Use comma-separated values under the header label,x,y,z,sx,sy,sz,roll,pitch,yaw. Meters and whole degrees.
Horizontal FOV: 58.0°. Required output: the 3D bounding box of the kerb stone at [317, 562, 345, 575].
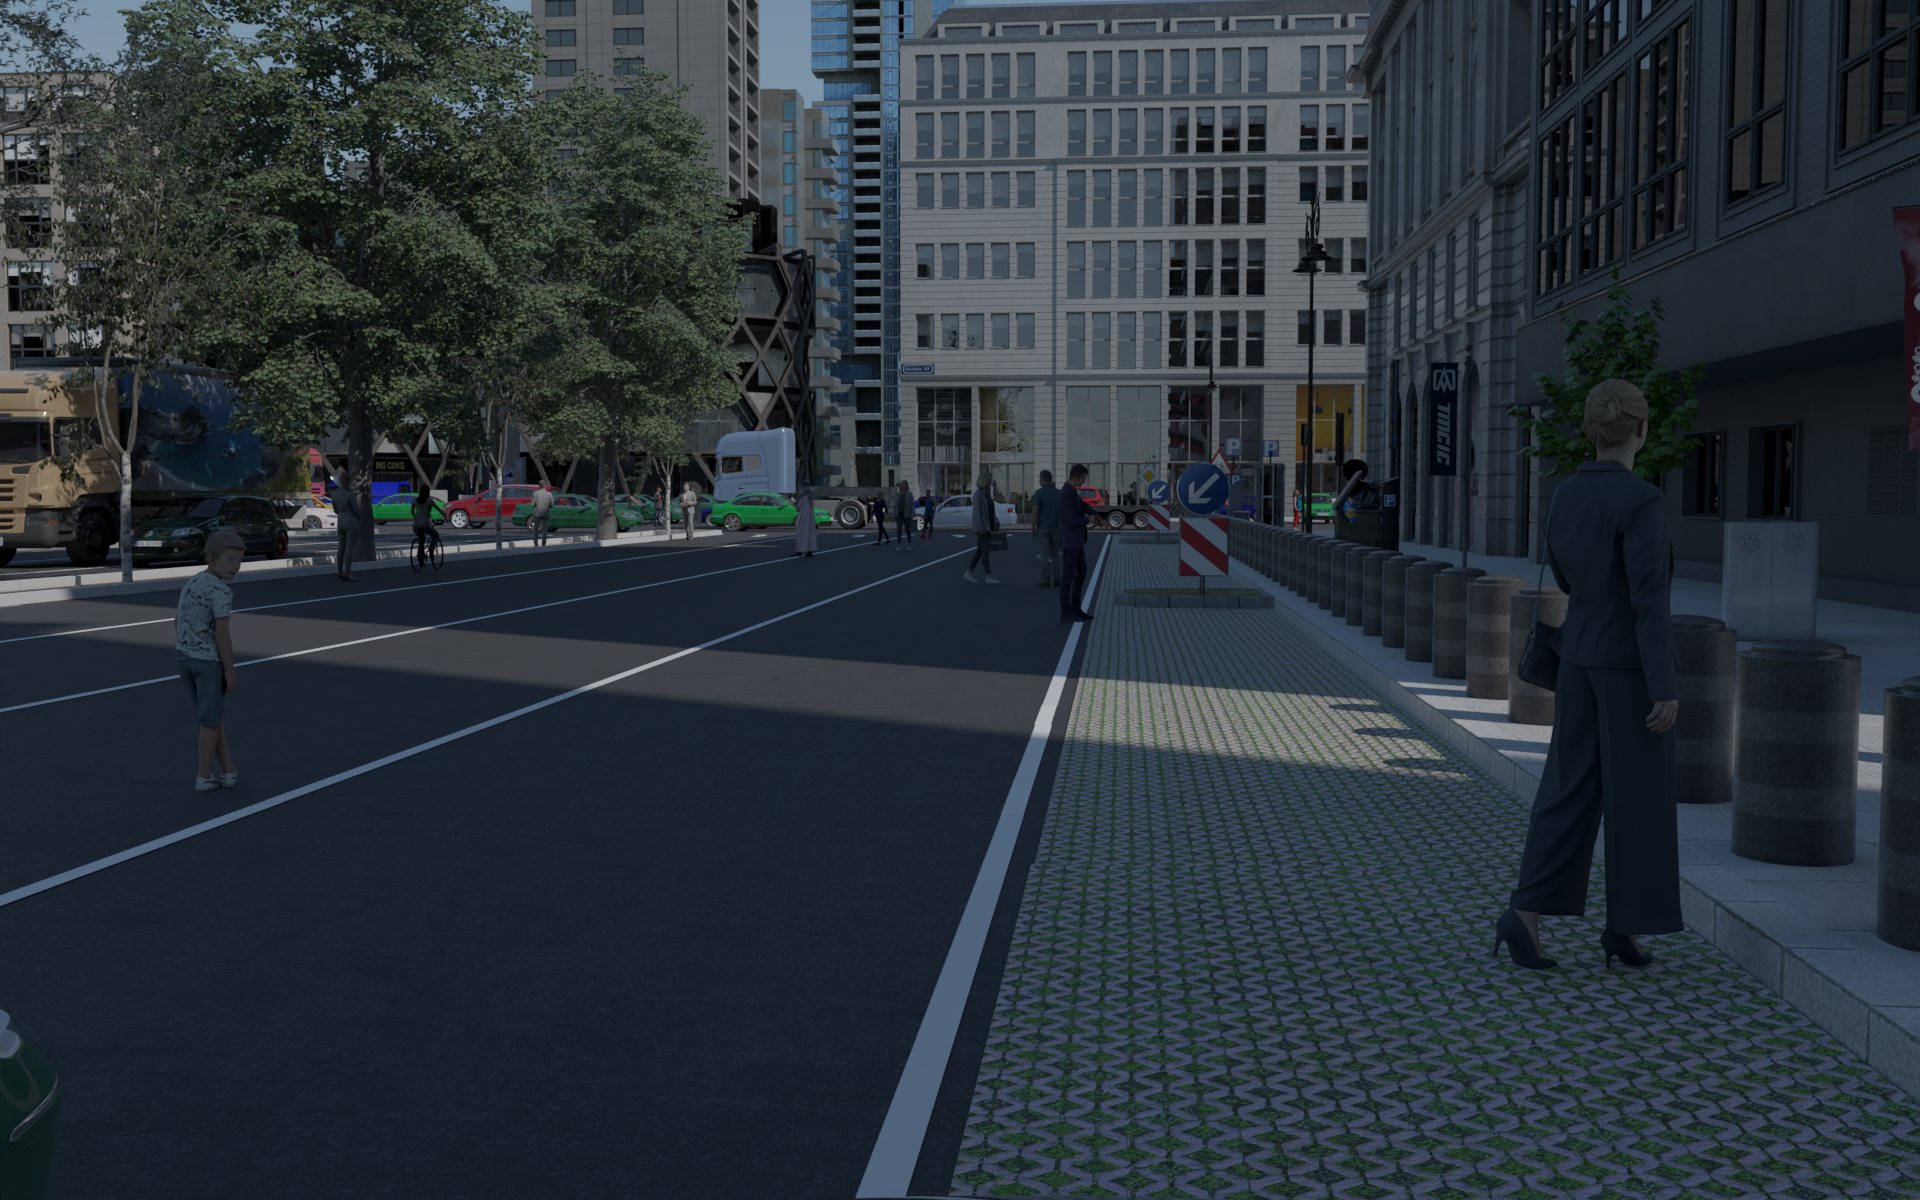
label,x,y,z,sx,sy,sz,roll,pitch,yaw
kerb stone,-11.378,-0.542,31.101,0.120,0.150,1.000,0,4,5

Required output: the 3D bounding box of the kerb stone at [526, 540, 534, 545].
label,x,y,z,sx,sy,sz,roll,pitch,yaw
kerb stone,-11.913,-1.562,47.727,0.120,0.150,1.000,0,4,5

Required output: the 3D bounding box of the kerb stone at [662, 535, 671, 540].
label,x,y,z,sx,sy,sz,roll,pitch,yaw
kerb stone,-9.237,-1.923,53.684,0.120,0.150,1.000,0,4,5

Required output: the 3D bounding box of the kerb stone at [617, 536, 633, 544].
label,x,y,z,sx,sy,sz,roll,pitch,yaw
kerb stone,-9.632,-1.675,49.577,0.120,0.150,1.000,0,4,5

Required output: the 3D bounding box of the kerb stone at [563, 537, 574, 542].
label,x,y,z,sx,sy,sz,roll,pitch,yaw
kerb stone,-11.626,-1.747,50.802,0.120,0.150,1.000,0,4,5

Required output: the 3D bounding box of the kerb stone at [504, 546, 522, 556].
label,x,y,z,sx,sy,sz,roll,pitch,yaw
kerb stone,-10.503,-1.106,40.338,0.120,0.150,1.000,0,4,5

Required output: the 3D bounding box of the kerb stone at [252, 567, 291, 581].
label,x,y,z,sx,sy,sz,roll,pitch,yaw
kerb stone,-11.567,-0.419,29.053,0.120,0.150,1.000,0,4,5

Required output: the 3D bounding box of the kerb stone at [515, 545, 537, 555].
label,x,y,z,sx,sy,sz,roll,pitch,yaw
kerb stone,-10.400,-1.171,41.363,0.120,0.150,1.000,0,4,5

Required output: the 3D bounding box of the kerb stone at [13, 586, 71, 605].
label,x,y,z,sx,sy,sz,roll,pitch,yaw
kerb stone,-12.150,-0.043,22.906,0.120,0.150,1.000,0,4,5

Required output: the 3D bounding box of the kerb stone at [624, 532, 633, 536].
label,x,y,z,sx,sy,sz,roll,pitch,yaw
kerb stone,-11.036,-2.123,56.963,0.120,0.150,1.000,0,4,5

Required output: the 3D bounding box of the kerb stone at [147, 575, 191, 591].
label,x,y,z,sx,sy,sz,roll,pitch,yaw
kerb stone,-11.848,-0.231,25.972,0.120,0.150,1.000,0,4,5

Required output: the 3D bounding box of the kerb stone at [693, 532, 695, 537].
label,x,y,z,sx,sy,sz,roll,pitch,yaw
kerb stone,-8.952,-2.112,56.766,0.120,0.150,1.000,0,4,5

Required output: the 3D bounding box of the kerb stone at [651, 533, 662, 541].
label,x,y,z,sx,sy,sz,roll,pitch,yaw
kerb stone,-9.341,-1.863,52.662,0.120,0.150,1.000,0,4,5

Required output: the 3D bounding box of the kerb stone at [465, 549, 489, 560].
label,x,y,z,sx,sy,sz,roll,pitch,yaw
kerb stone,-10.700,-0.984,38.282,0.120,0.150,1.000,0,4,5

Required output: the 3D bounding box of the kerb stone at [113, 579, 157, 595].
label,x,y,z,sx,sy,sz,roll,pitch,yaw
kerb stone,-11.944,-0.168,24.950,0.120,0.150,1.000,0,4,5

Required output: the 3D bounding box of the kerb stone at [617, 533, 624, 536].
label,x,y,z,sx,sy,sz,roll,pitch,yaw
kerb stone,-11.133,-2.063,55.926,0.120,0.150,1.000,0,4,5

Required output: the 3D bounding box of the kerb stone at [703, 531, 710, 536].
label,x,y,z,sx,sy,sz,roll,pitch,yaw
kerb stone,-8.757,-2.238,58.832,0.120,0.150,1.000,0,4,5

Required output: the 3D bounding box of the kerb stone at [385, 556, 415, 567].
label,x,y,z,sx,sy,sz,roll,pitch,yaw
kerb stone,-11.079,-0.726,34.185,0.120,0.150,1.000,0,4,5

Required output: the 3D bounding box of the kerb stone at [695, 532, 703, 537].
label,x,y,z,sx,sy,sz,roll,pitch,yaw
kerb stone,-8.848,-2.176,57.798,0.120,0.150,1.000,0,4,5

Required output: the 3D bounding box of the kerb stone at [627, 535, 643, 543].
label,x,y,z,sx,sy,sz,roll,pitch,yaw
kerb stone,-9.532,-1.738,50.608,0.120,0.150,1.000,0,4,5

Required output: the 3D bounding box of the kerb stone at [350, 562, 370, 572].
label,x,y,z,sx,sy,sz,roll,pitch,yaw
kerb stone,-11.273,-0.605,32.131,0.120,0.150,1.000,0,4,5

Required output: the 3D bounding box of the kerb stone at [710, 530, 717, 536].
label,x,y,z,sx,sy,sz,roll,pitch,yaw
kerb stone,-8.663,-2.298,59.855,0.120,0.150,1.000,0,4,5

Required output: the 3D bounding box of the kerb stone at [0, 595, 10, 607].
label,x,y,z,sx,sy,sz,roll,pitch,yaw
kerb stone,-12.238,0.019,21.878,0.120,0.150,1.000,0,4,5

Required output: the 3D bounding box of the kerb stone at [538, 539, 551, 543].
label,x,y,z,sx,sy,sz,roll,pitch,yaw
kerb stone,-11.809,-1.624,48.749,0.120,0.150,1.000,0,4,5

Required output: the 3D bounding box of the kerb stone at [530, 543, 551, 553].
label,x,y,z,sx,sy,sz,roll,pitch,yaw
kerb stone,-10.305,-1.232,42.386,0.120,0.150,1.000,0,4,5

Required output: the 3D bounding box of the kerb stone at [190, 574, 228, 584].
label,x,y,z,sx,sy,sz,roll,pitch,yaw
kerb stone,-11.764,-0.294,27.001,0.120,0.150,1.000,0,4,5

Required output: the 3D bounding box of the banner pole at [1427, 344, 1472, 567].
label,x,y,z,sx,sy,sz,roll,pitch,yaw
banner pole,8.245,-2.383,28.987,0.863,3.779,0.401,0,4,0

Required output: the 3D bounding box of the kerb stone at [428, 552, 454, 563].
label,x,y,z,sx,sy,sz,roll,pitch,yaw
kerb stone,-10.891,-0.859,36.237,0.120,0.150,1.000,0,4,5

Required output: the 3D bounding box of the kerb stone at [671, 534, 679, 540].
label,x,y,z,sx,sy,sz,roll,pitch,yaw
kerb stone,-9.143,-1.989,54.713,0.120,0.150,1.000,0,4,5

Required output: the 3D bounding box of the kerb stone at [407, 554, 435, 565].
label,x,y,z,sx,sy,sz,roll,pitch,yaw
kerb stone,-10.985,-0.794,35.207,0.120,0.150,1.000,0,4,5

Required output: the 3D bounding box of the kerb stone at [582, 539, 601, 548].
label,x,y,z,sx,sy,sz,roll,pitch,yaw
kerb stone,-9.921,-1.486,46.485,0.120,0.150,1.000,0,4,5

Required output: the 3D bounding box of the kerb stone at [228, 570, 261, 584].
label,x,y,z,sx,sy,sz,roll,pitch,yaw
kerb stone,-11.662,-0.353,28.028,0.120,0.150,1.000,0,4,5

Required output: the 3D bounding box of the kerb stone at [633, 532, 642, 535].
label,x,y,z,sx,sy,sz,roll,pitch,yaw
kerb stone,-10.942,-2.184,57.986,0.120,0.150,1.000,0,4,5

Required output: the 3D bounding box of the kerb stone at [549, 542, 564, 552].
label,x,y,z,sx,sy,sz,roll,pitch,yaw
kerb stone,-10.209,-1.297,43.408,0.120,0.150,1.000,0,4,5

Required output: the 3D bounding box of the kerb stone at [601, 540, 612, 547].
label,x,y,z,sx,sy,sz,roll,pitch,yaw
kerb stone,-9.819,-1.549,47.520,0.120,0.150,1.000,0,4,5

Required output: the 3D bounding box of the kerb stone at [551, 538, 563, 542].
label,x,y,z,sx,sy,sz,roll,pitch,yaw
kerb stone,-11.708,-1.687,49.771,0.120,0.150,1.000,0,4,5

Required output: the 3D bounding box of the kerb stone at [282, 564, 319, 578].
label,x,y,z,sx,sy,sz,roll,pitch,yaw
kerb stone,-11.465,-0.482,30.076,0.120,0.150,1.000,0,4,5

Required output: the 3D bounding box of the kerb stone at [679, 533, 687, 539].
label,x,y,z,sx,sy,sz,roll,pitch,yaw
kerb stone,-9.045,-2.052,55.743,0.120,0.150,1.000,0,4,5

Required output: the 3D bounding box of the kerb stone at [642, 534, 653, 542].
label,x,y,z,sx,sy,sz,roll,pitch,yaw
kerb stone,-9.431,-1.799,51.630,0.120,0.150,1.000,0,4,5

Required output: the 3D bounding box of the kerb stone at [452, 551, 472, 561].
label,x,y,z,sx,sy,sz,roll,pitch,yaw
kerb stone,-10.793,-0.919,37.260,0.120,0.150,1.000,0,4,5

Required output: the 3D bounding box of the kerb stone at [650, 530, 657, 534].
label,x,y,z,sx,sy,sz,roll,pitch,yaw
kerb stone,-10.747,-2.315,60.048,0.120,0.150,1.000,0,4,5

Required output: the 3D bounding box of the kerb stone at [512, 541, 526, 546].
label,x,y,z,sx,sy,sz,roll,pitch,yaw
kerb stone,-12.011,-1.497,46.705,0.120,0.150,1.000,0,4,5

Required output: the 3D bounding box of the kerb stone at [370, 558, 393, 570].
label,x,y,z,sx,sy,sz,roll,pitch,yaw
kerb stone,-11.178,-0.665,33.153,0.120,0.150,1.000,0,4,5

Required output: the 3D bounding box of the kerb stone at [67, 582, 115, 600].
label,x,y,z,sx,sy,sz,roll,pitch,yaw
kerb stone,-12.054,-0.106,23.929,0.120,0.150,1.000,0,4,5

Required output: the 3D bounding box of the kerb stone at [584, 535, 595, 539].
label,x,y,z,sx,sy,sz,roll,pitch,yaw
kerb stone,-11.430,-1.875,52.848,0.120,0.150,1.000,0,4,5

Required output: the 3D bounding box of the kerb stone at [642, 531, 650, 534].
label,x,y,z,sx,sy,sz,roll,pitch,yaw
kerb stone,-10.850,-2.252,59.017,0.120,0.150,1.000,0,4,5

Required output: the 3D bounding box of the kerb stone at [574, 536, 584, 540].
label,x,y,z,sx,sy,sz,roll,pitch,yaw
kerb stone,-11.529,-1.810,51.824,0.120,0.150,1.000,0,4,5

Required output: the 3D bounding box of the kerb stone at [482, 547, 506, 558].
label,x,y,z,sx,sy,sz,roll,pitch,yaw
kerb stone,-10.601,-1.047,39.316,0.120,0.150,1.000,0,4,5

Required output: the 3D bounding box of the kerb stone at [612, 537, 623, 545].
label,x,y,z,sx,sy,sz,roll,pitch,yaw
kerb stone,-9.726,-1.611,48.548,0.120,0.150,1.000,0,4,5

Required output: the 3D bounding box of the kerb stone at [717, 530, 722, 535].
label,x,y,z,sx,sy,sz,roll,pitch,yaw
kerb stone,-8.553,-2.366,60.876,0.120,0.150,1.000,0,4,5

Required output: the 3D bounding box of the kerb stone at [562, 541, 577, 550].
label,x,y,z,sx,sy,sz,roll,pitch,yaw
kerb stone,-10.114,-1.360,44.430,0.120,0.150,1.000,0,4,5

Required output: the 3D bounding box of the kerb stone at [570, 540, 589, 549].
label,x,y,z,sx,sy,sz,roll,pitch,yaw
kerb stone,-10.016,-1.423,45.462,0.120,0.150,1.000,0,4,5
